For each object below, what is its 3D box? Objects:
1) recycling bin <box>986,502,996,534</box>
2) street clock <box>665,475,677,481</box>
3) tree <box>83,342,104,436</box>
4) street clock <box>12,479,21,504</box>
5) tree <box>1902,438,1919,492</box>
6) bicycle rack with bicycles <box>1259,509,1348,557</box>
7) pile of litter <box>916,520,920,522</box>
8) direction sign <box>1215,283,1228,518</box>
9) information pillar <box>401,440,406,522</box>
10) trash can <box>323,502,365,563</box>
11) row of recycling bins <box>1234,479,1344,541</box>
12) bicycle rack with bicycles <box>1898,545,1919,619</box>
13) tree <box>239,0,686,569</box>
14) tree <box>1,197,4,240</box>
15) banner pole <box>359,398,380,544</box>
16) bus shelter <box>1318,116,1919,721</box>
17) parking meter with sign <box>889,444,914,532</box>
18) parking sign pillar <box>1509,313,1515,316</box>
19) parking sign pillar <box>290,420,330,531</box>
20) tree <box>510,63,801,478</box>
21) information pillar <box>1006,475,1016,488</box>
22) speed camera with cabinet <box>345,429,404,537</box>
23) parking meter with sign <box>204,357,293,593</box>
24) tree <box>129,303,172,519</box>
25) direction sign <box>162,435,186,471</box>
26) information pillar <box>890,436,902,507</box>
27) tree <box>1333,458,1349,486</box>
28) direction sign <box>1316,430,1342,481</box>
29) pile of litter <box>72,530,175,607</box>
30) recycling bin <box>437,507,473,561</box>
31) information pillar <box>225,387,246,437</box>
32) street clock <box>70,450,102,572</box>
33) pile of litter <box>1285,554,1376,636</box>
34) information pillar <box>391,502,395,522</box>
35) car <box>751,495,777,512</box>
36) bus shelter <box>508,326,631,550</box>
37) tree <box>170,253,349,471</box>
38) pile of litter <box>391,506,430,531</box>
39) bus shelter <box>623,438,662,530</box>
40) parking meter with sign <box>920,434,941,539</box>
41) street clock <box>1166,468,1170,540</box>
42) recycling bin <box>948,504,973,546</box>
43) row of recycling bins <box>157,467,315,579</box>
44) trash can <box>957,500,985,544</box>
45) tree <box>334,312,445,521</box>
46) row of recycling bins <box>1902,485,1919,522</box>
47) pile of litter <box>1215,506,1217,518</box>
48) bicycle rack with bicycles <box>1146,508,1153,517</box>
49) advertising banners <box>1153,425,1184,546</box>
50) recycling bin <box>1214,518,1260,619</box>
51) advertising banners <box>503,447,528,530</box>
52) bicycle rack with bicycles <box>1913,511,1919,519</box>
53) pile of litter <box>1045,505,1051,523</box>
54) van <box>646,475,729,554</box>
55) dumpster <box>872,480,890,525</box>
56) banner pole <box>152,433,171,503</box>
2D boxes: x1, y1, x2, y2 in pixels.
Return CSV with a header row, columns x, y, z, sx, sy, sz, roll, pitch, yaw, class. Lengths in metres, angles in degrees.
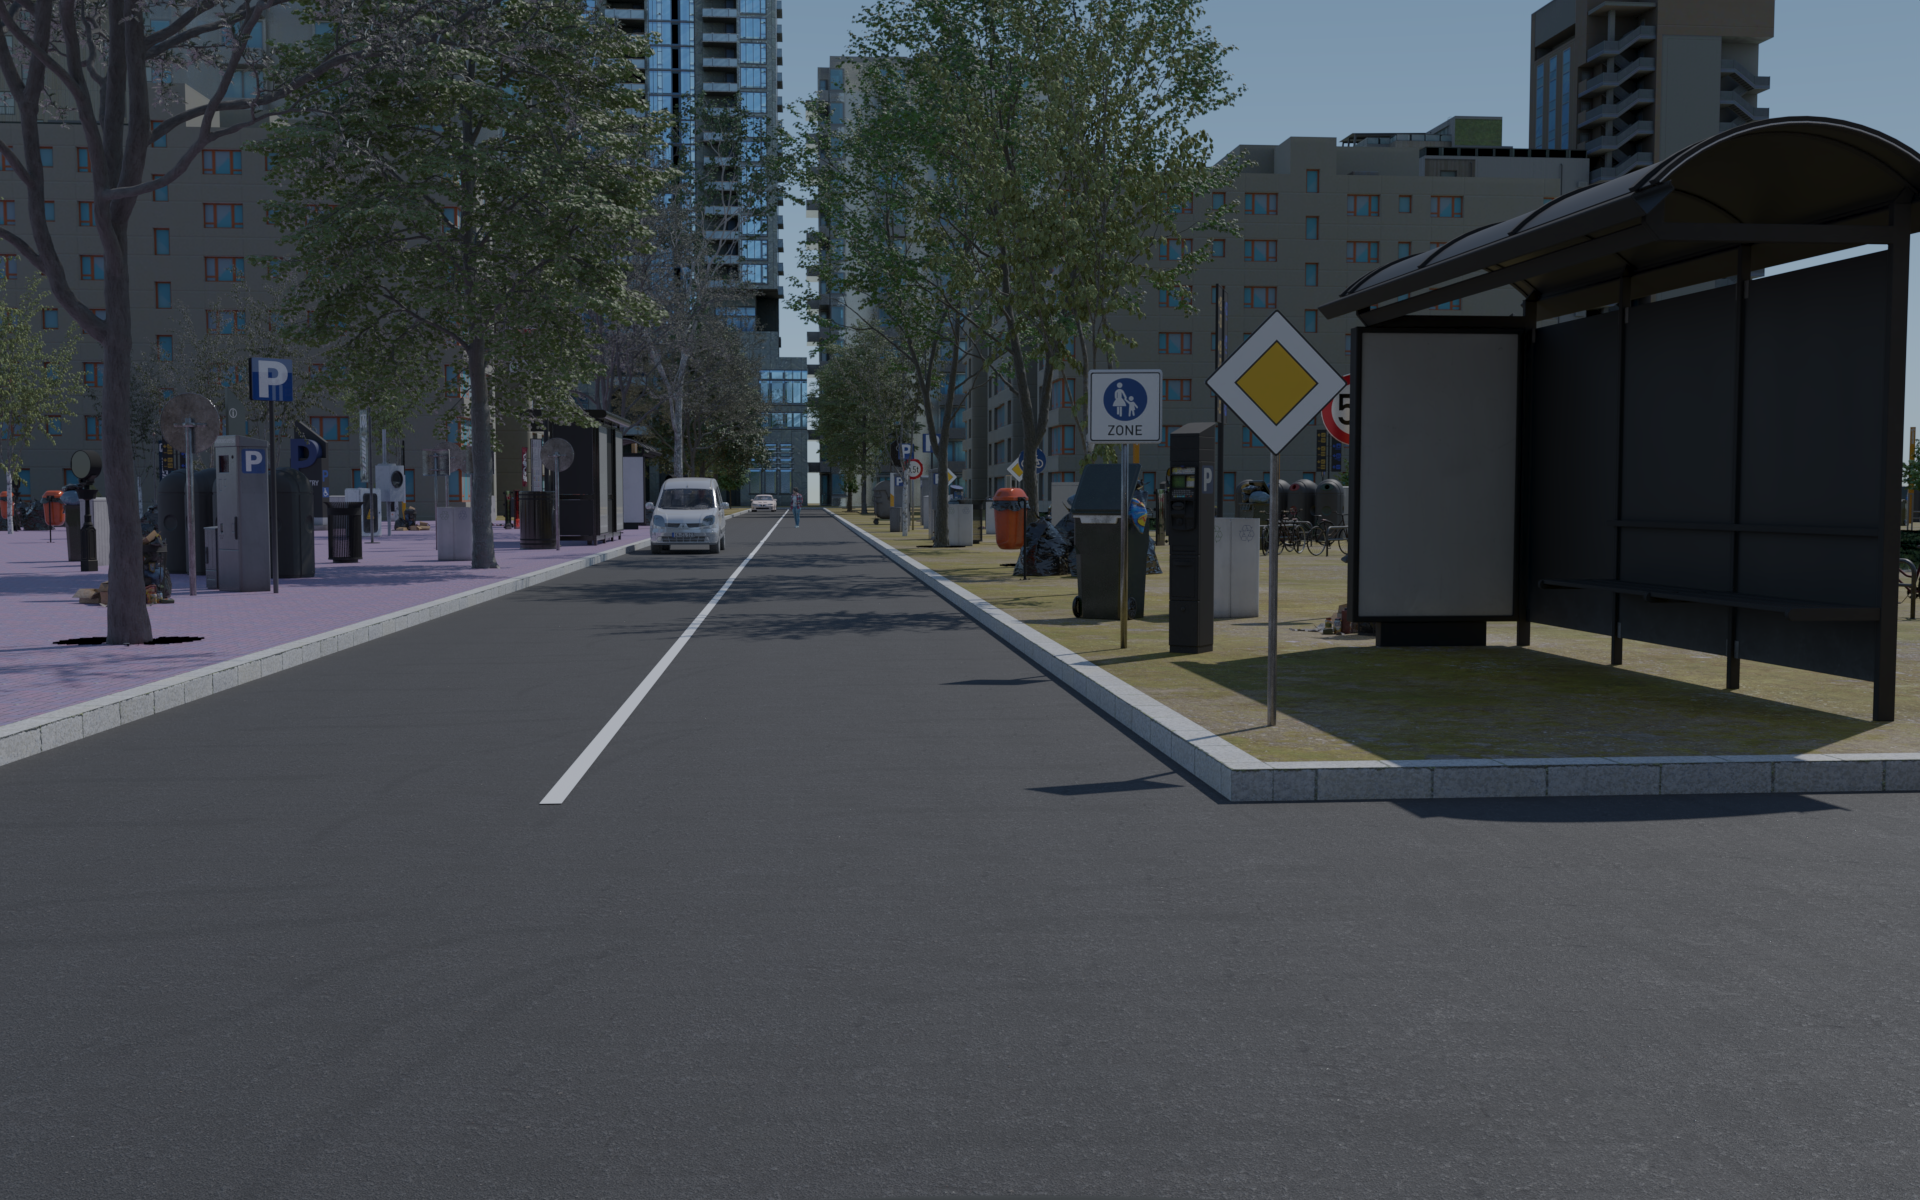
x,y,z,sx,sy,sz,roll,pitch,yaw,class
1.261,-2.634,55.614,0.722,1.027,0.722,1,4,15,recycling bin
-10.860,-3.706,65.170,0.471,2.002,0.358,3,4,38,street clock
-36.800,-7.773,77.450,4.360,8.622,3.978,0,3,0,tree
-39.705,-4.180,72.905,0.358,2.002,0.471,-1,4,-16,street clock
28.555,-3.478,51.461,1.663,3.219,1.824,0,3,0,tree
7.259,-1.425,36.681,2.852,0.926,2.925,3,5,44,bicycle rack with bicycles
-1.303,-4.022,79.730,1.176,0.858,1.719,-2,4,-32,pile of litter
2.878,-1.659,19.123,0.379,3.537,0.876,1,4,15,direction sign
-24.211,-5.137,75.338,0.183,3.616,0.504,-2,4,-26,information pillar
-11.496,-1.267,32.369,0.748,1.137,0.748,0,3,0,trash can
9.272,-2.553,48.850,3.534,1.692,1.069,3,5,44,row of recycling bins
8.708,-0.310,18.449,2.852,0.926,2.925,-1,4,-20,bicycle rack with bicycles
-8.335,-6.791,29.165,7.486,12.596,7.792,0,3,0,tree
-23.319,-5.458,39.601,4.737,8.622,4.395,0,3,0,tree
-15.438,-3.368,45.091,0.401,3.779,0.863,-3,5,-43,banner pole
4.284,-1.109,12.056,2.014,3.302,5.546,0,4,-5,bus shelter
-2.007,-3.836,58.975,0.543,3.016,1.738,1,4,11,parking meter with sign
7.760,-2.318,26.365,1.447,3.967,1.447,2,4,29,parking sign pillar
-22.865,-4.429,60.879,1.447,3.967,1.447,1,4,16,parking sign pillar
-13.647,-13.517,76.897,12.611,20.169,13.585,0,3,0,tree
1.992,-3.851,67.456,0.304,2.012,0.304,-3,5,-39,information pillar
-17.640,-3.540,52.218,0.660,3.252,2.038,1,4,21,speed camera with cabinet
-9.455,-1.626,22.853,1.738,3.016,0.543,3,5,42,parking meter with sign
-27.975,-6.939,63.819,4.360,8.622,3.978,0,3,0,tree
-26.195,-4.035,57.973,0.876,3.537,0.379,-1,4,-21,direction sign
-2.470,-4.660,67.549,0.504,3.616,0.183,-1,4,-17,information pillar
18.120,-5.172,79.163,1.663,3.219,1.824,0,3,0,tree
12.944,-4.209,60.817,0.876,3.537,0.379,0,4,-1,direction sign
-9.822,-0.392,20.379,1.176,0.858,1.719,-1,4,-10,pile of litter
-9.657,-1.287,33.590,0.722,1.027,0.722,1,4,9,recycling bin
-15.959,-2.864,38.189,0.183,3.616,0.504,2,4,25,information pillar
-14.440,-1.474,28.667,0.471,2.002,0.358,2,4,23,street clock
3.904,-0.123,15.972,1.176,0.858,1.719,-3,4,-38,pile of litter
-26.435,-4.646,80.447,0.304,2.012,0.304,-3,5,-41,information pillar
-15.854,-7.813,140.101,2.083,1.381,4.827,0,4,-3,car
-9.926,-4.070,44.169,2.179,5.291,8.768,0,4,-5,bus shelter
-21.249,-6.322,53.732,4.360,8.622,3.978,0,3,0,tree
-19.161,-2.869,60.869,1.719,0.858,1.176,-2,4,-30,pile of litter
-12.403,-4.349,65.036,2.014,3.302,5.546,0,4,-5,bus shelter
-0.670,-3.238,49.206,0.543,3.016,1.738,-1,4,-10,parking meter with sign
5.882,-2.647,47.853,0.358,2.002,0.471,-1,4,-16,street clock
-0.096,-1.856,42.897,0.722,1.027,0.722,-1,4,-10,recycling bin
-11.477,-1.238,27.350,3.534,1.692,1.069,2,4,35,row of recycling bins
0.279,-2.013,44.568,0.748,1.137,0.748,0,3,0,trash can
-22.850,-7.270,69.235,4.737,8.622,4.395,0,3,0,tree
43.997,-4.432,79.574,1.069,1.692,3.534,0,4,-4,row of recycling bins
9.712,-3.320,68.253,1.719,0.858,1.176,-3,4,-38,pile of litter
7.417,-4.241,82.730,2.852,0.926,2.925,-3,4,-37,bicycle rack with bicycles
5.356,-2.893,43.489,0.090,3.025,2.074,2,4,33,advertising banners
2.671,-0.346,18.208,0.722,1.027,0.722,-1,4,-19,recycling bin
-16.265,-4.117,63.499,0.090,3.025,2.074,1,4,11,advertising banners
38.109,-3.283,67.057,2.852,0.926,2.925,0,4,0,bicycle rack with bicycles
4.095,-3.531,71.702,1.176,0.858,1.719,2,4,34,pile of litter
-6.716,-2.196,42.919,2.013,2.044,4.112,0,4,-5,van
-3.039,-4.118,73.093,1.264,1.857,1.865,0,4,-5,dumpster
-32.599,-4.933,70.676,0.863,3.779,0.401,-2,4,-32,banner pole
